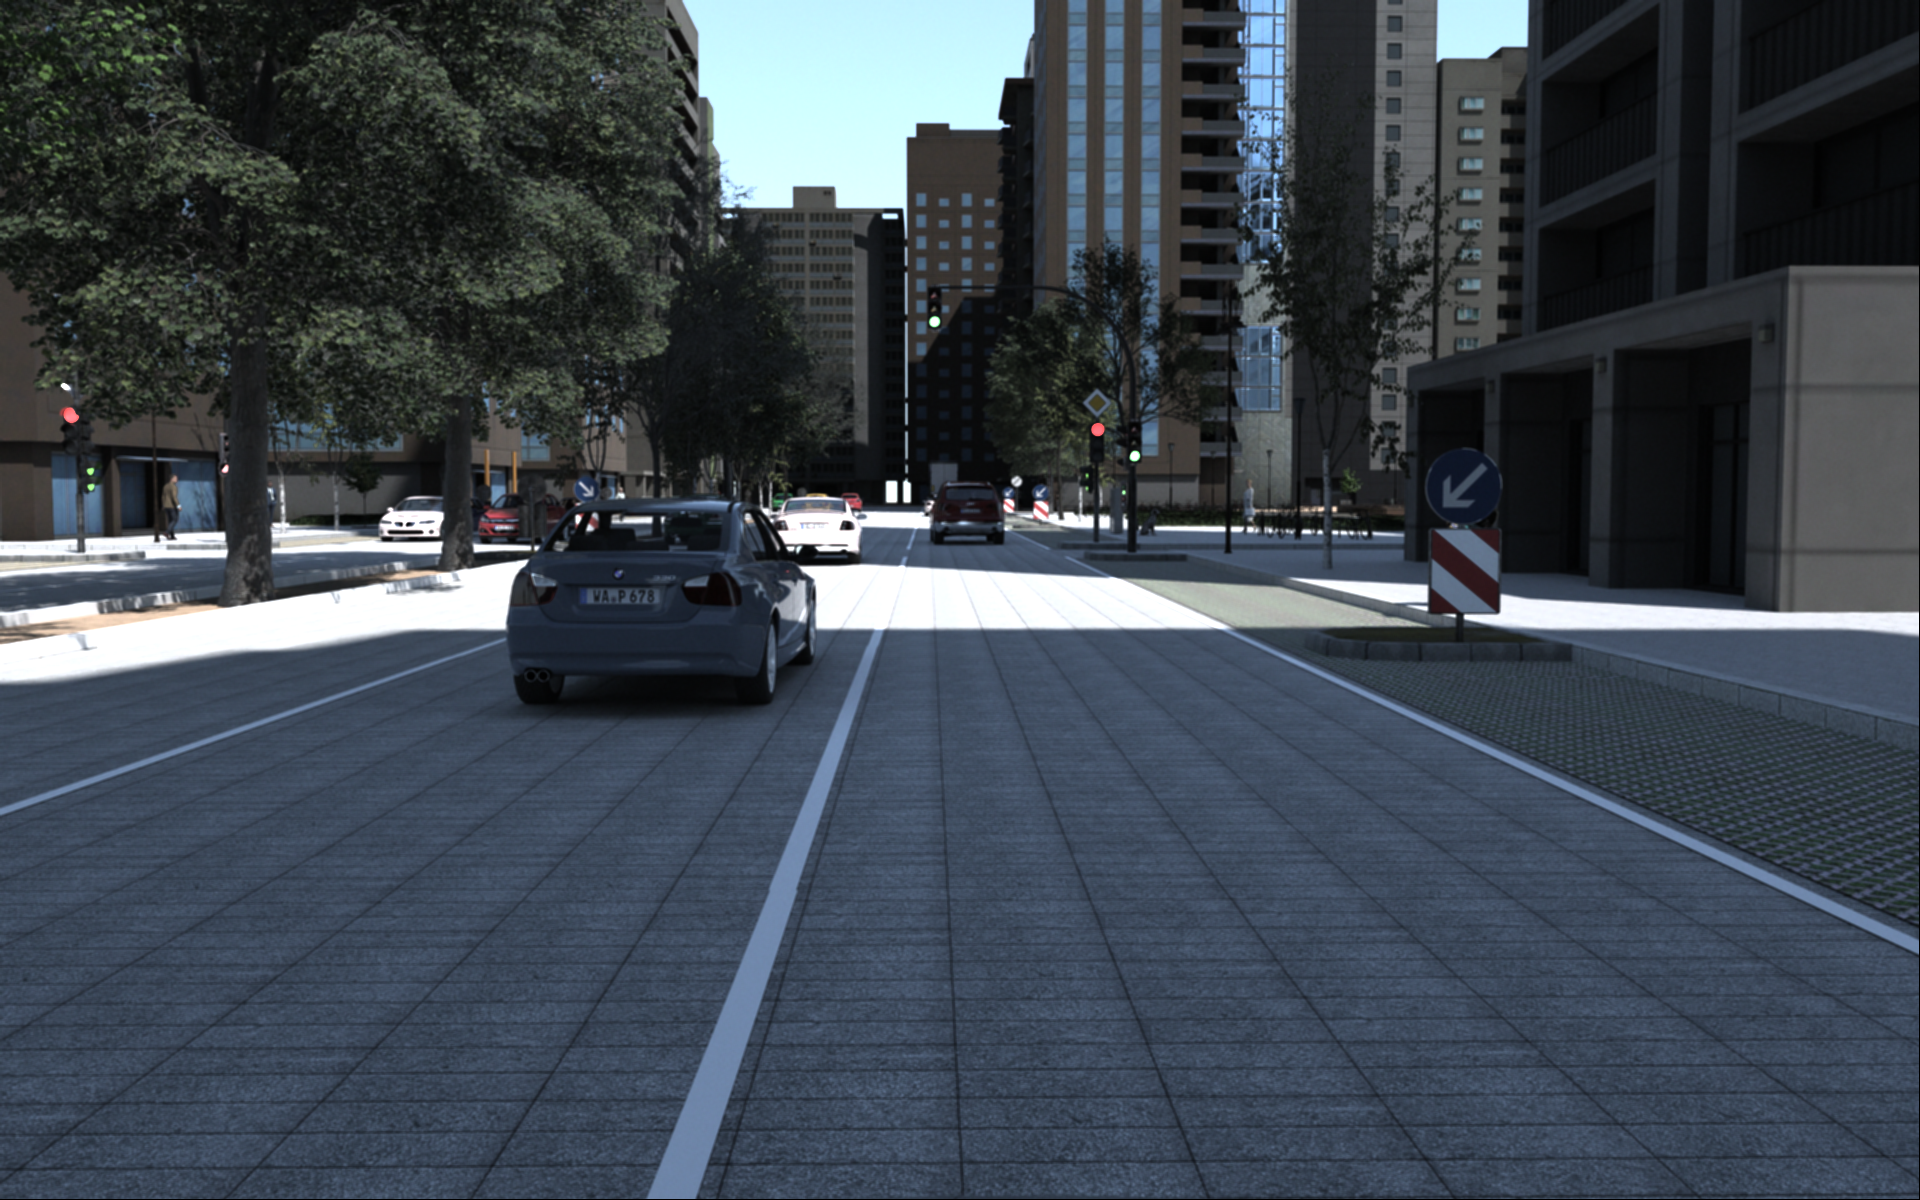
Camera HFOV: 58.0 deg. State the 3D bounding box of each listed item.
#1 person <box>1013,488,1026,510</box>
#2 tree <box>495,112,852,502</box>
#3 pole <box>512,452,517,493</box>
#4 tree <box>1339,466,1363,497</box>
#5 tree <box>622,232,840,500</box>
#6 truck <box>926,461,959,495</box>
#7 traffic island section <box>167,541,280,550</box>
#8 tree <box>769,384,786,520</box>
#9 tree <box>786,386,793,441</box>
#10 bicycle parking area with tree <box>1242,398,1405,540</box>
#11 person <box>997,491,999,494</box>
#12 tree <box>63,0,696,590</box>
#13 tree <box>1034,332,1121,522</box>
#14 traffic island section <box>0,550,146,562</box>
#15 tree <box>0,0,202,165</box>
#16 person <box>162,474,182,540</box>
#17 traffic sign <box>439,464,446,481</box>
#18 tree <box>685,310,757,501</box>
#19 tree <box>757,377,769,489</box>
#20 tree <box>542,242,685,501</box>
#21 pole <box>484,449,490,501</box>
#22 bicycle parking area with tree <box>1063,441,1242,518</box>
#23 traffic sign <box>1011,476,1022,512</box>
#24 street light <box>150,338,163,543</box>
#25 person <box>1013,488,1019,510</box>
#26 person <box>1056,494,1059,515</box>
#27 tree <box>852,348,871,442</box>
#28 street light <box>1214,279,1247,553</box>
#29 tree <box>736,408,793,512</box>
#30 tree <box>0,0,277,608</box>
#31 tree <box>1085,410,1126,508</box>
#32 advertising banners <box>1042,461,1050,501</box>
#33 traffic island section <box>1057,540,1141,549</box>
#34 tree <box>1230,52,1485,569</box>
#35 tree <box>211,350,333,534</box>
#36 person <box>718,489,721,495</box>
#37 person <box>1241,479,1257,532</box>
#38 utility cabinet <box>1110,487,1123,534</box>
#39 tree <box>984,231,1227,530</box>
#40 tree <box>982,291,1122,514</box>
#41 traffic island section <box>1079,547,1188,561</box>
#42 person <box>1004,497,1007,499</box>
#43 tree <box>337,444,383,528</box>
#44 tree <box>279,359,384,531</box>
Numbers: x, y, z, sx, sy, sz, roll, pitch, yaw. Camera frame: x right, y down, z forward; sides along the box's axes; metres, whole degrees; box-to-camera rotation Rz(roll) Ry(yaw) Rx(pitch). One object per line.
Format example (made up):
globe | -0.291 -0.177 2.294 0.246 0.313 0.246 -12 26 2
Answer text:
person | 4.678 -7.862 135.376 1.217 1.735 0.721 -3 4 -38
tree | -9.775 -8.728 55.527 12.009 13.543 11.850 0 3 0
pole | -21.464 -5.480 83.439 0.158 3.312 0.155 0 3 0
tree | 25.560 -7.329 114.426 1.663 3.219 1.824 0 3 0
tree | -10.141 -9.534 75.341 9.611 12.733 9.660 0 3 0
truck | -1.487 -9.963 151.810 2.839 4.237 11.283 0 4 -2
traffic island section | -19.287 -1.431 45.684 2.009 0.180 2.903 0 4 -1
tree | -10.607 -7.933 82.531 4.360 8.622 3.978 0 3 0
tree | -10.278 -8.611 93.616 4.360 8.622 3.978 0 3 0
bicycle parking area with tree | 12.738 -3.978 52.046 8.231 4.147 9.016 1 4 9
person | 4.398 -11.738 200.431 0.705 1.823 1.348 1 4 14
tree | -9.279 -7.490 31.579 9.857 13.997 8.962 0 3 0
tree | 5.426 -7.814 78.122 4.737 8.622 4.395 0 3 0
traffic island section | -19.141 -0.943 37.700 2.009 0.180 2.903 0 4 -1
tree | -8.827 -5.098 11.568 9.928 11.665 9.643 0 3 0
person | -21.876 -2.576 48.067 0.656 1.842 0.836 0 4 2
traffic sign | -21.446 -4.433 72.580 0.768 2.556 0.104 0 4 4
tree | -9.838 -6.797 63.945 4.360 8.622 3.978 0 3 0
tree | -9.873 -7.069 68.397 4.360 8.622 3.978 0 3 0
tree | -9.927 -5.785 47.402 4.360 8.622 3.978 0 3 0
pole | -21.637 -5.225 79.264 0.158 3.312 0.155 0 3 0
bicycle parking area with tree | 10.239 -6.660 95.889 8.231 4.147 9.016 -2 4 -33
traffic sign | 3.956 -7.396 121.023 0.768 2.556 0.104 0 4 4
street light | -21.297 -4.463 45.757 0.468 5.910 1.993 0 4 -1
person | 4.455 -7.986 137.065 0.568 1.767 0.683 -1 4 -18
person | 6.009 -5.820 105.483 0.394 1.301 0.425 -2 4 -24
tree | -10.396 -11.644 103.198 12.009 13.543 11.850 0 3 0
street light | 5.819 -3.953 37.420 0.468 5.910 1.993 0 4 -1
tree | -10.227 -8.328 88.976 4.737 8.622 4.395 0 3 0
tree | -9.048 -6.883 21.643 9.857 13.997 8.962 0 3 0
tree | 9.729 -10.286 118.535 4.360 8.622 3.978 0 3 0
advertising banners | 4.581 -5.883 92.379 0.090 3.025 2.074 -1 4 -9
traffic island section | 3.651 -1.457 46.096 2.009 0.180 2.903 0 4 -1
tree | 6.367 -4.828 29.299 4.360 8.622 3.978 0 3 0
tree | -21.745 -6.415 55.242 4.360 8.622 3.978 0 3 0
person | -23.683 -10.016 169.767 0.705 1.831 1.348 1 4 18
person | 9.740 -3.168 58.189 0.624 1.780 0.694 0 4 0
utility cabinet | 5.047 -2.894 55.995 0.318 1.500 1.173 0 4 -2
tree | 6.012 -7.766 61.391 8.767 10.594 7.601 -3 4 -38
tree | 5.557 -12.377 109.017 9.857 13.997 8.962 0 3 0
traffic island section | 3.797 -0.968 38.112 2.009 0.180 2.903 0 4 -1
person | 4.207 -9.098 154.808 0.705 1.822 1.348 -1 4 -11
tree | -22.534 -4.312 65.102 1.663 3.219 1.824 0 3 0
tree | -21.775 -6.721 60.245 4.737 8.622 4.395 0 3 0
